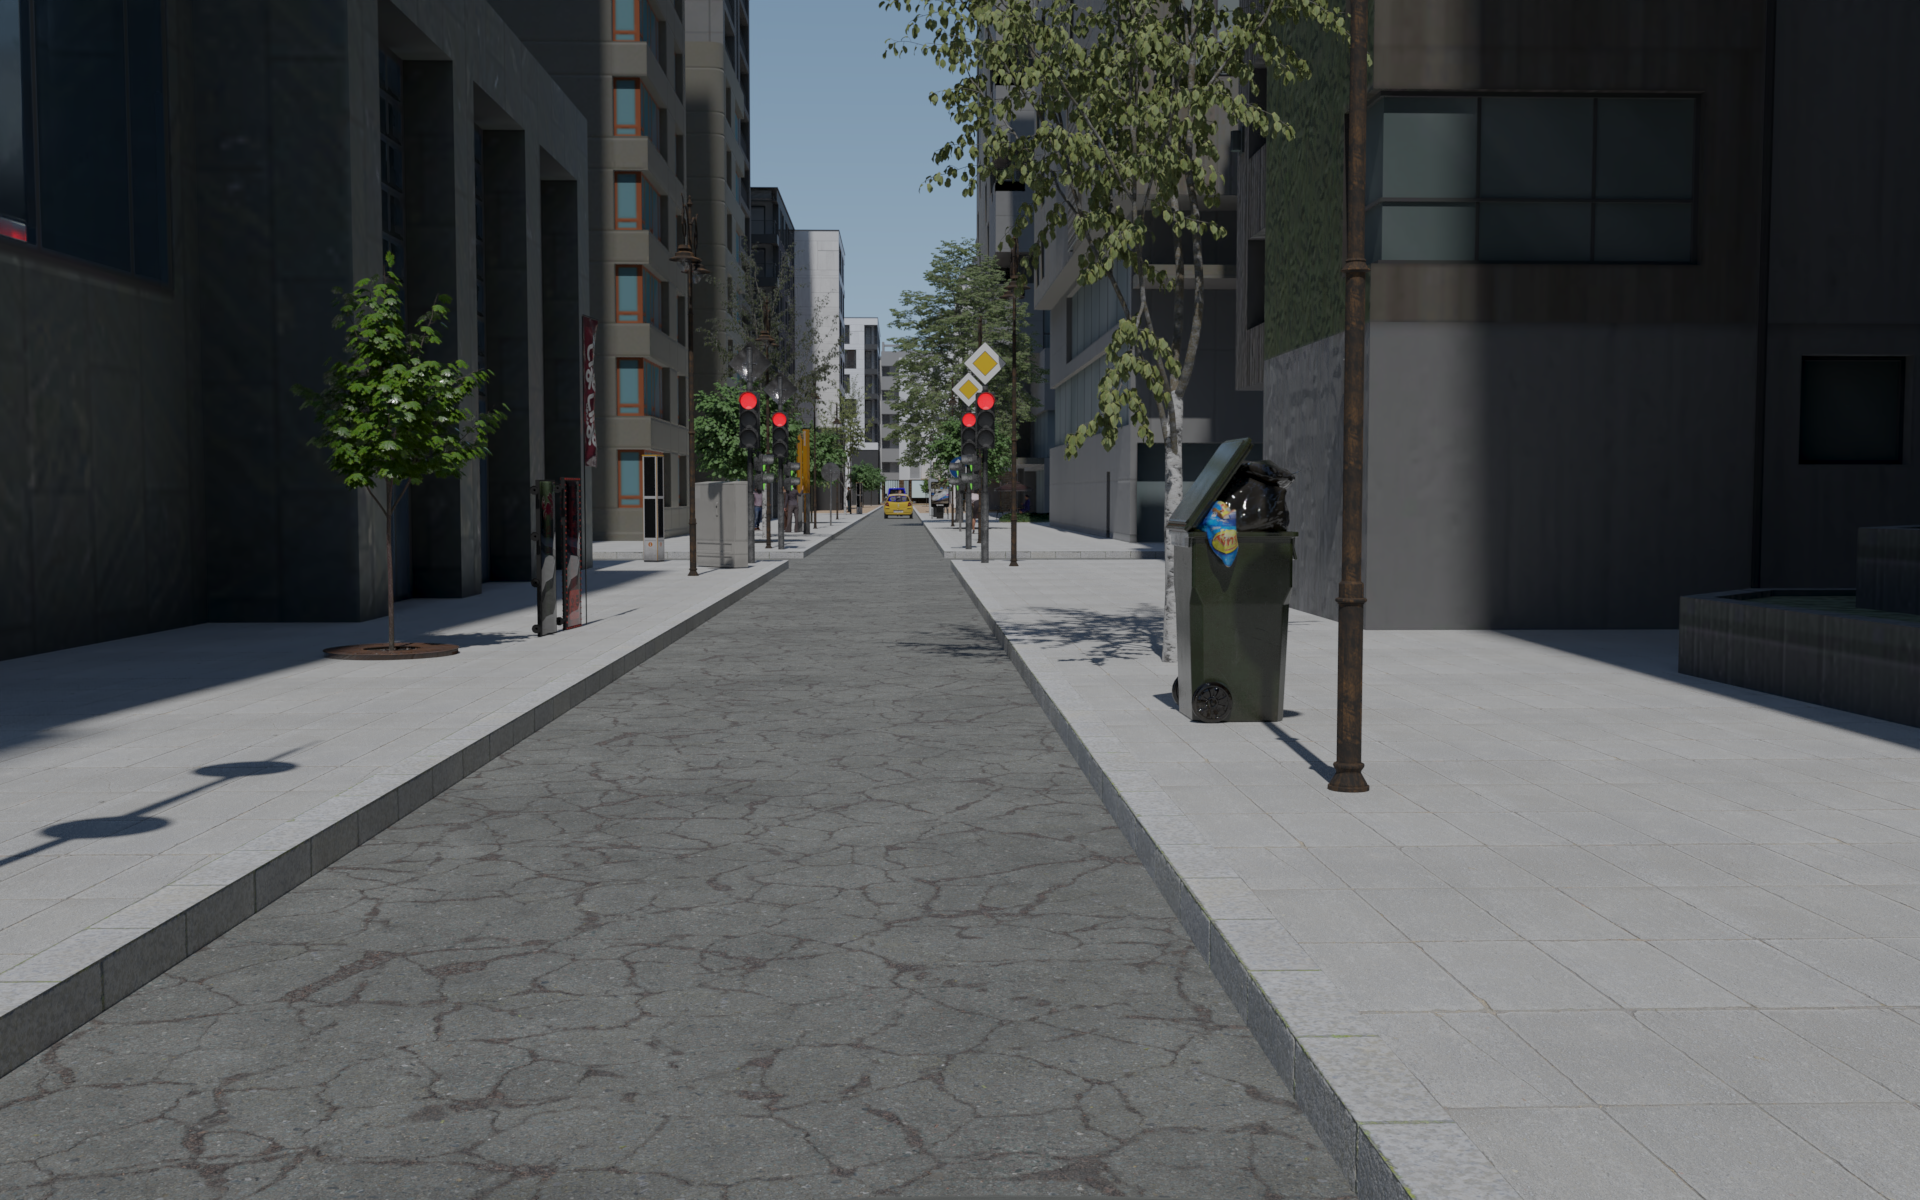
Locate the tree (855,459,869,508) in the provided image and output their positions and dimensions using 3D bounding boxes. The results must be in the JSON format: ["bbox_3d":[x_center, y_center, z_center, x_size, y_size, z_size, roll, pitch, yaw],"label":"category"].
[{"bbox_3d":[-6.524,-5.644,75.997,4.285,4.588,4.351,0,3,0],"label":"tree"}]

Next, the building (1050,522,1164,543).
[{"bbox_3d":[16.339,-28.509,55.363,27.495,52.752,28.713,0,4,-2],"label":"building"}]

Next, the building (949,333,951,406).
[{"bbox_3d":[7.476,-17.564,143.592,16.016,20.091,11.380,0,4,-2],"label":"building"}]

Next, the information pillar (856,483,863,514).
[{"bbox_3d":[-6.399,-6.461,110.122,0.304,2.012,0.304,2,4,24],"label":"information pillar"}]

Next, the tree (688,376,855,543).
[{"bbox_3d":[-5.667,-3.783,45.569,4.285,4.588,4.351,0,3,0],"label":"tree"}]

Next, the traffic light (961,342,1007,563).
[{"bbox_3d":[0.444,-2.642,32.124,0.839,4.253,0.868,0,4,-2],"label":"traffic light"}]

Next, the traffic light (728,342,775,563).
[{"bbox_3d":[-3.854,-2.633,31.967,0.839,4.253,0.868,0,4,-2],"label":"traffic light"}]

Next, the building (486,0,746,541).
[{"bbox_3d":[-22.703,-13.183,60.585,27.650,21.520,28.899,0,4,-2],"label":"building"}]

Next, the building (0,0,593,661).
[{"bbox_3d":[-21.539,-43.016,15.981,31.000,86.520,22.319,0,4,-2],"label":"building"}]

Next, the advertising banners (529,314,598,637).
[{"bbox_3d":[-3.702,-1.236,16.398,0.090,3.025,2.074,0,4,5],"label":"advertising banners"}]

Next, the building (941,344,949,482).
[{"bbox_3d":[6.411,-20.021,183.755,16.016,20.091,11.380,0,4,-2],"label":"building"}]

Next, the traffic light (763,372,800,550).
[{"bbox_3d":[-4.117,-3.121,39.948,0.839,4.253,0.868,0,4,-2],"label":"traffic light"}]

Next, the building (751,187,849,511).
[{"bbox_3d":[-23.187,-17.584,131.466,27.936,21.610,32.646,0,4,-2],"label":"building"}]

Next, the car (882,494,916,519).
[{"bbox_3d":[-3.607,-5.596,101.719,2.015,1.641,3.980,0,4,-2],"label":"car"}]

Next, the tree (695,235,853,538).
[{"bbox_3d":[-5.452,-6.108,50.228,4.360,8.622,3.978,0,3,0],"label":"tree"}]

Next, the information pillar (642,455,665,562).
[{"bbox_3d":[-5.769,-1.719,32.600,0.304,2.012,0.304,1,4,17],"label":"information pillar"}]

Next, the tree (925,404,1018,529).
[{"bbox_3d":[0.408,-4.874,63.411,4.285,4.588,4.351,0,3,0],"label":"tree"}]

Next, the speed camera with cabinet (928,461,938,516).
[{"bbox_3d":[-1.565,-6.687,103.663,0.660,3.252,2.038,0,4,-1],"label":"speed camera with cabinet"}]

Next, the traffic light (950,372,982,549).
[{"bbox_3d":[0.181,-3.131,40.105,0.839,4.253,0.868,0,4,-2],"label":"traffic light"}]

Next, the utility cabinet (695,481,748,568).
[{"bbox_3d":[-4.179,-1.316,30.196,0.318,1.500,1.173,-3,5,-44],"label":"utility cabinet"}]

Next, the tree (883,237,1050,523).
[{"bbox_3d":[0.373,-9.724,77.110,7.486,12.596,7.792,0,3,0],"label":"tree"}]

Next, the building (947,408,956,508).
[{"bbox_3d":[3.591,-13.537,163.483,9.099,9.664,28.070,0,4,-2],"label":"building"}]

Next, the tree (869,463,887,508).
[{"bbox_3d":[-9.131,-10.933,162.467,4.285,4.588,4.351,0,3,0],"label":"tree"}]

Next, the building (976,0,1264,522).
[{"bbox_3d":[14.891,-31.266,100.442,28.713,52.752,27.495,0,4,-2],"label":"building"}]

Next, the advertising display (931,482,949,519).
[{"bbox_3d":[-1.028,-5.149,89.395,0.974,1.923,0.123,1,4,13],"label":"advertising display"}]

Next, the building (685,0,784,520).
[{"bbox_3d":[-19.899,-40.101,93.910,20.563,71.187,20.611,0,4,-2],"label":"building"}]

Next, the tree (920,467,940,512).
[{"bbox_3d":[-1.807,-7.872,123.312,1.663,3.219,1.824,0,3,0],"label":"tree"}]

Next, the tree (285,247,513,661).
[{"bbox_3d":[-4.498,-1.164,13.627,1.663,3.219,1.824,0,3,0],"label":"tree"}]

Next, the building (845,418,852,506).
[{"bbox_3d":[-25.555,-14.810,184.297,28.070,9.664,9.099,0,4,-2],"label":"building"}]

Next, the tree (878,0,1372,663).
[{"bbox_3d":[1.389,-3.832,13.011,4.737,8.622,4.395,0,3,0],"label":"tree"}]

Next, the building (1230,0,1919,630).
[{"bbox_3d":[10.611,-15.336,22.451,14.160,30.474,14.107,0,4,-2],"label":"building"}]
